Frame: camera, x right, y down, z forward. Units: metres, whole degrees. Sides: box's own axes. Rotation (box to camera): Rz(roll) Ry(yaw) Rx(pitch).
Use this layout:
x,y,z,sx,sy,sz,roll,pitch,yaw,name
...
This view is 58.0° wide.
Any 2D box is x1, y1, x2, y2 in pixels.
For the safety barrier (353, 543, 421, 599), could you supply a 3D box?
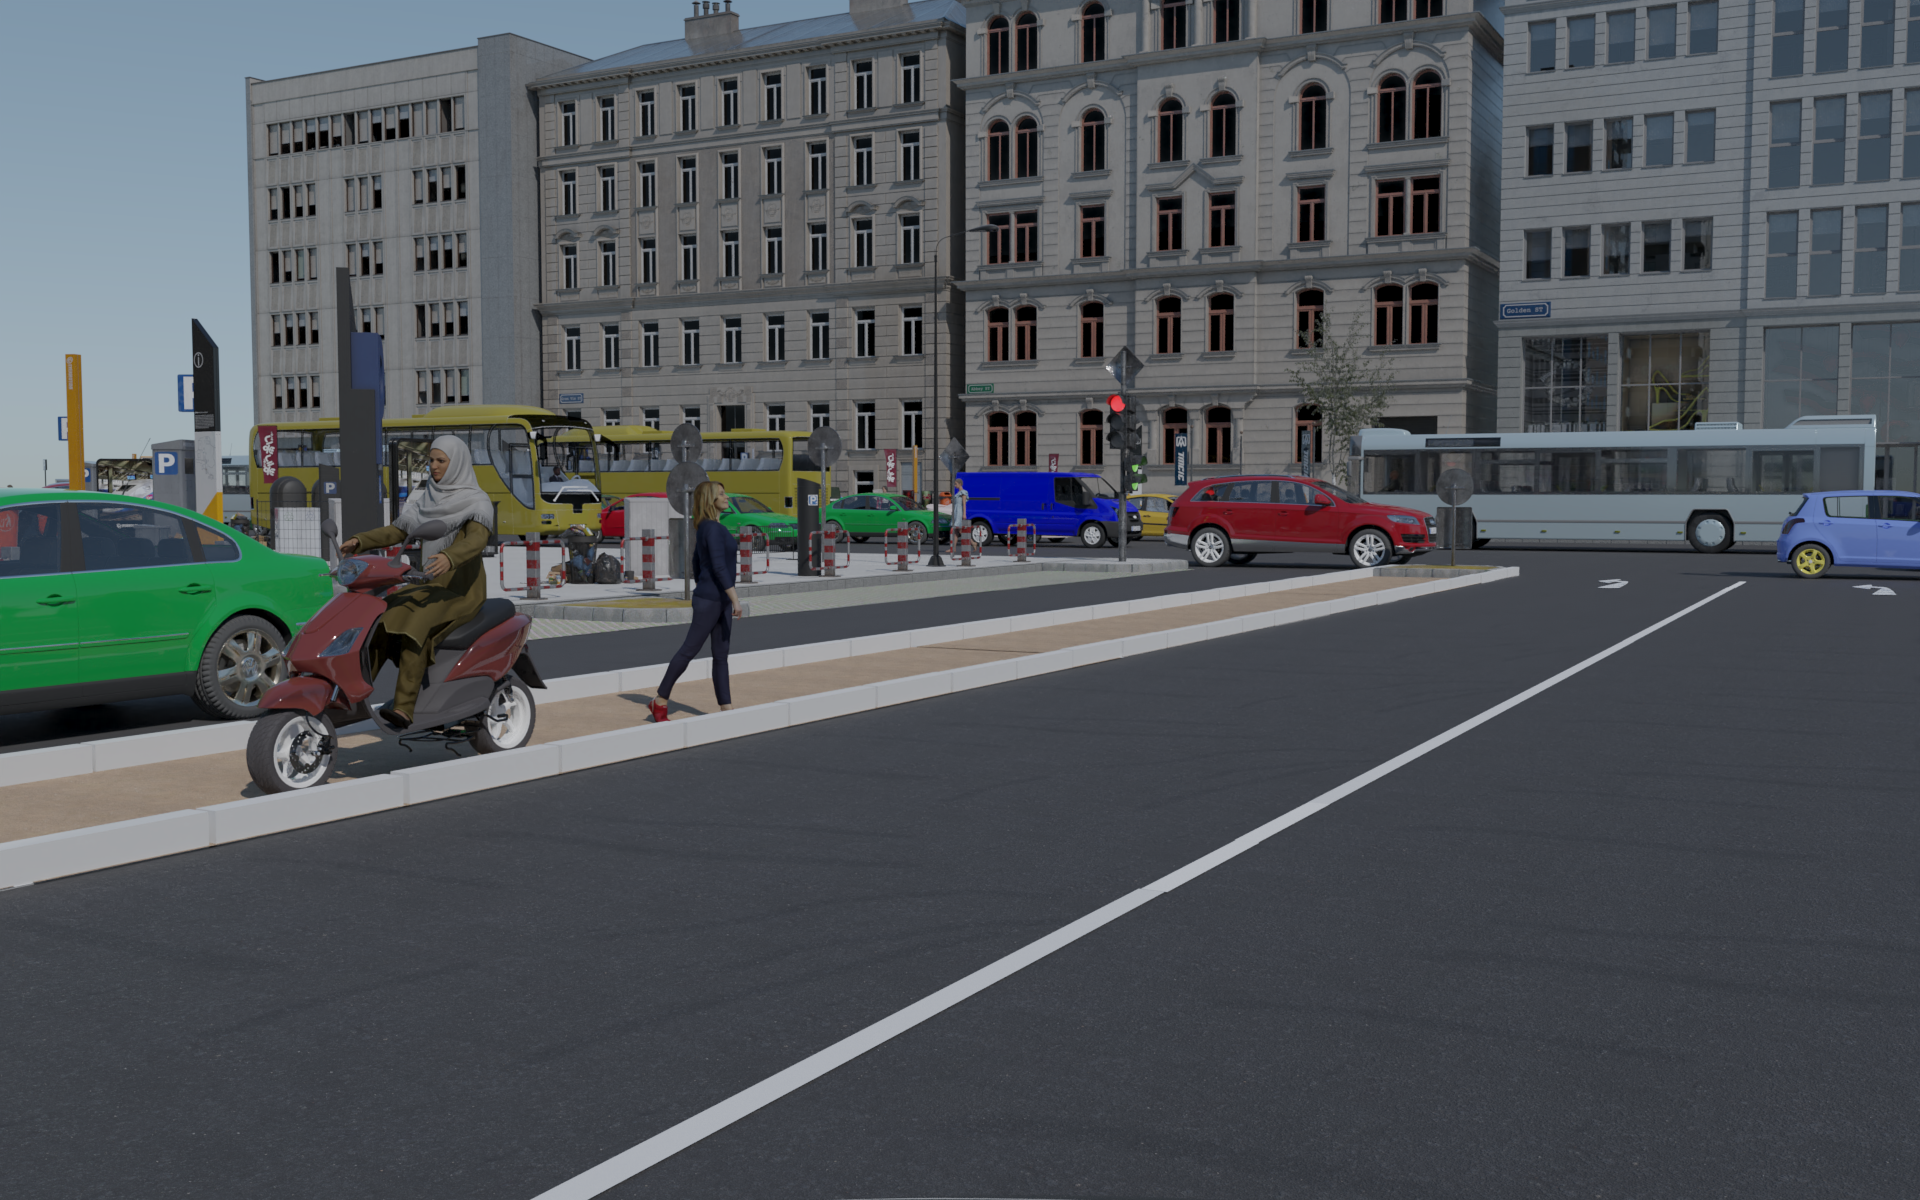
x,y,z,sx,sy,sz,roll,pitch,yaw,name
-6.229,-0.293,19.071,0.300,0.817,1.120,2,4,29,safety barrier

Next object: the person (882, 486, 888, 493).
x,y,z,sx,sy,sz,roll,pitch,yaw,name
-2.593,-3.034,58.939,0.563,1.720,0.643,-1,4,-22,person

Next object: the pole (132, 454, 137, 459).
x,y,z,sx,sy,sz,roll,pitch,yaw,name
-41.729,-5.736,87.623,0.158,3.312,0.155,0,3,0,pole

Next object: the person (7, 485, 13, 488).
x,y,z,sx,sy,sz,roll,pitch,yaw,name
-37.409,-3.632,68.083,0.583,1.804,0.606,-1,4,-11,person

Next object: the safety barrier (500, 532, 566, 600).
x,y,z,sx,sy,sz,roll,pitch,yaw,name
-5.172,-0.411,20.992,0.300,0.817,1.120,2,4,29,safety barrier

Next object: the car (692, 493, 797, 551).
x,y,z,sx,sy,sz,roll,pitch,yaw,name
-5.837,-2.117,43.414,4.718,1.807,1.959,2,4,30,car

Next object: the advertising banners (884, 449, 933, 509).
x,y,z,sx,sy,sz,roll,pitch,yaw,name
-1.971,-4.343,67.203,2.074,3.025,0.090,-1,4,-20,advertising banners

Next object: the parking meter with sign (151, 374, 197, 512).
x,y,z,sx,sy,sz,roll,pitch,yaw,name
-11.089,-1.725,24.469,0.543,3.016,1.738,0,4,-1,parking meter with sign

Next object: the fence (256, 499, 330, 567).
x,y,z,sx,sy,sz,roll,pitch,yaw,name
-10.643,-1.064,28.592,2.264,1.192,0.480,1,4,11,fence

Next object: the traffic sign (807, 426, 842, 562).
x,y,z,sx,sy,sz,roll,pitch,yaw,name
-2.563,-1.983,32.534,0.768,2.556,0.104,2,4,29,traffic sign

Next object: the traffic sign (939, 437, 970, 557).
x,y,z,sx,sy,sz,roll,pitch,yaw,name
-0.134,-2.081,35.211,0.795,2.450,0.064,3,4,37,traffic sign

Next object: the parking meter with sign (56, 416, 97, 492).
x,y,z,sx,sy,sz,roll,pitch,yaw,name
-19.852,-2.659,39.729,0.543,3.016,1.738,0,4,7,parking meter with sign

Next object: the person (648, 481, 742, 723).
x,y,z,sx,sy,sz,roll,pitch,yaw,name
-1.614,0.017,10.767,0.613,1.512,0.480,-2,4,-23,person

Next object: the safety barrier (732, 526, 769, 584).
x,y,z,sx,sy,sz,roll,pitch,yaw,name
-3.066,-0.646,24.832,0.300,0.817,1.120,2,4,29,safety barrier

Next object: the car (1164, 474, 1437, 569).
x,y,z,sx,sy,sz,roll,pitch,yaw,name
6.661,-1.550,34.023,5.304,1.827,2.281,2,4,28,car

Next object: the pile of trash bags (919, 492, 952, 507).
x,y,z,sx,sy,sz,roll,pitch,yaw,name
-1.814,-3.992,75.022,3.447,1.369,1.912,-3,4,-36,pile of trash bags

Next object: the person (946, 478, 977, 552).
x,y,z,sx,sy,sz,roll,pitch,yaw,name
0.020,-2.069,42.428,0.778,1.811,0.616,0,4,-6,person

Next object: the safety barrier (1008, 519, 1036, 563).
x,y,z,sx,sy,sz,roll,pitch,yaw,name
1.161,-1.117,32.539,0.300,0.817,1.120,2,4,29,safety barrier

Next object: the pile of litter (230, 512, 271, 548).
x,y,z,sx,sy,sz,roll,pitch,yaw,name
-16.668,-1.636,40.719,1.176,0.858,1.719,1,4,21,pile of litter

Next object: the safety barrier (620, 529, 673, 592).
x,y,z,sx,sy,sz,roll,pitch,yaw,name
-4.120,-0.528,22.912,0.300,0.817,1.120,2,4,29,safety barrier

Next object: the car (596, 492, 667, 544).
x,y,z,sx,sy,sz,roll,pitch,yaw,name
-8.994,-2.491,49.769,4.494,1.783,2.155,2,4,29,car

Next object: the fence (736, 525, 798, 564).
x,y,z,sx,sy,sz,roll,pitch,yaw,name
-3.677,-1.064,32.770,0.278,0.683,2.069,2,4,26,fence

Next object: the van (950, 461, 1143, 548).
x,y,z,sx,sy,sz,roll,pitch,yaw,name
2.413,-2.623,47.271,5.245,2.365,2.240,2,4,30,van

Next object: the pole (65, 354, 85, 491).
x,y,z,sx,sy,sz,roll,pitch,yaw,name
-12.920,-1.926,25.333,0.158,3.312,0.155,0,3,0,pole

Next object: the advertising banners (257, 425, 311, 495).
x,y,z,sx,sy,sz,roll,pitch,yaw,name
-16.812,-2.924,43.992,2.074,3.025,0.090,0,4,5,advertising banners

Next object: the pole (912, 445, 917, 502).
x,y,z,sx,sy,sz,roll,pitch,yaw,name
-1.889,-4.815,72.564,0.158,3.312,0.155,0,3,0,pole

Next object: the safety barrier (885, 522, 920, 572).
x,y,z,sx,sy,sz,roll,pitch,yaw,name
-0.949,-0.882,28.692,0.300,0.817,1.120,2,4,29,safety barrier

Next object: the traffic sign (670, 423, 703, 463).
x,y,z,sx,sy,sz,roll,pitch,yaw,name
-4.924,-1.892,31.033,0.768,2.556,0.104,2,4,34,traffic sign

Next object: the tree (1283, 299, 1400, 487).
x,y,z,sx,sy,sz,roll,pitch,yaw,name
14.590,-7.092,66.311,4.360,8.622,3.978,0,3,0,tree

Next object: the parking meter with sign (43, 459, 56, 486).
x,y,z,sx,sy,sz,roll,pitch,yaw,name
-45.202,-5.573,87.379,1.738,3.016,0.543,-3,4,-38,parking meter with sign

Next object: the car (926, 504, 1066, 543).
x,y,z,sx,sy,sz,roll,pitch,yaw,name
1.224,-2.419,51.919,4.827,1.381,2.083,2,4,30,car

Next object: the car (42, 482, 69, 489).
x,y,z,sx,sy,sz,roll,pitch,yaw,name
-27.275,-2.834,55.005,5.304,1.827,2.281,2,4,29,car

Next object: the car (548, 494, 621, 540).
x,y,z,sx,sy,sz,roll,pitch,yaw,name
-11.671,-2.707,56.057,4.920,1.459,2.131,2,4,28,car

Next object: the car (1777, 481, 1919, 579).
x,y,z,sx,sy,sz,roll,pitch,yaw,name
15.871,-1.207,29.319,3.694,1.707,1.945,2,4,28,car

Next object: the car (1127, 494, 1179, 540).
x,y,z,sx,sy,sz,roll,pitch,yaw,name
6.335,-2.595,52.658,3.980,1.641,2.015,2,4,29,car

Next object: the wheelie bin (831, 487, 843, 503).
x,y,z,sx,sy,sz,roll,pitch,yaw,name
-5.708,-4.222,76.945,0.980,1.594,0.693,-1,4,-19,wheelie bin

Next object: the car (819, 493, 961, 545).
x,y,z,sx,sy,sz,roll,pitch,yaw,name
-2.102,-2.533,50.218,4.718,1.807,1.959,2,4,27,car

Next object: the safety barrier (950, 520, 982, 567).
x,y,z,sx,sy,sz,roll,pitch,yaw,name
0.109,-1.000,30.619,0.300,0.817,1.120,2,4,29,safety barrier

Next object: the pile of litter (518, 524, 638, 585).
x,y,z,sx,sy,sz,roll,pitch,yaw,name
-5.437,-0.673,24.961,1.719,0.858,1.176,1,4,13,pile of litter

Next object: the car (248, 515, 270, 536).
x,y,z,sx,sy,sz,roll,pitch,yaw,name
-22.380,-2.919,59.520,4.920,1.459,2.131,2,4,29,car

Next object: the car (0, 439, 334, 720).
x,y,z,sx,sy,sz,roll,pitch,yaw,name
-5.914,-0.085,10.188,1.959,1.807,4.718,2,4,28,car

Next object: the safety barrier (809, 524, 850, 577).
x,y,z,sx,sy,sz,roll,pitch,yaw,name
-2.012,-0.763,26.751,0.300,0.817,1.120,2,4,29,safety barrier
